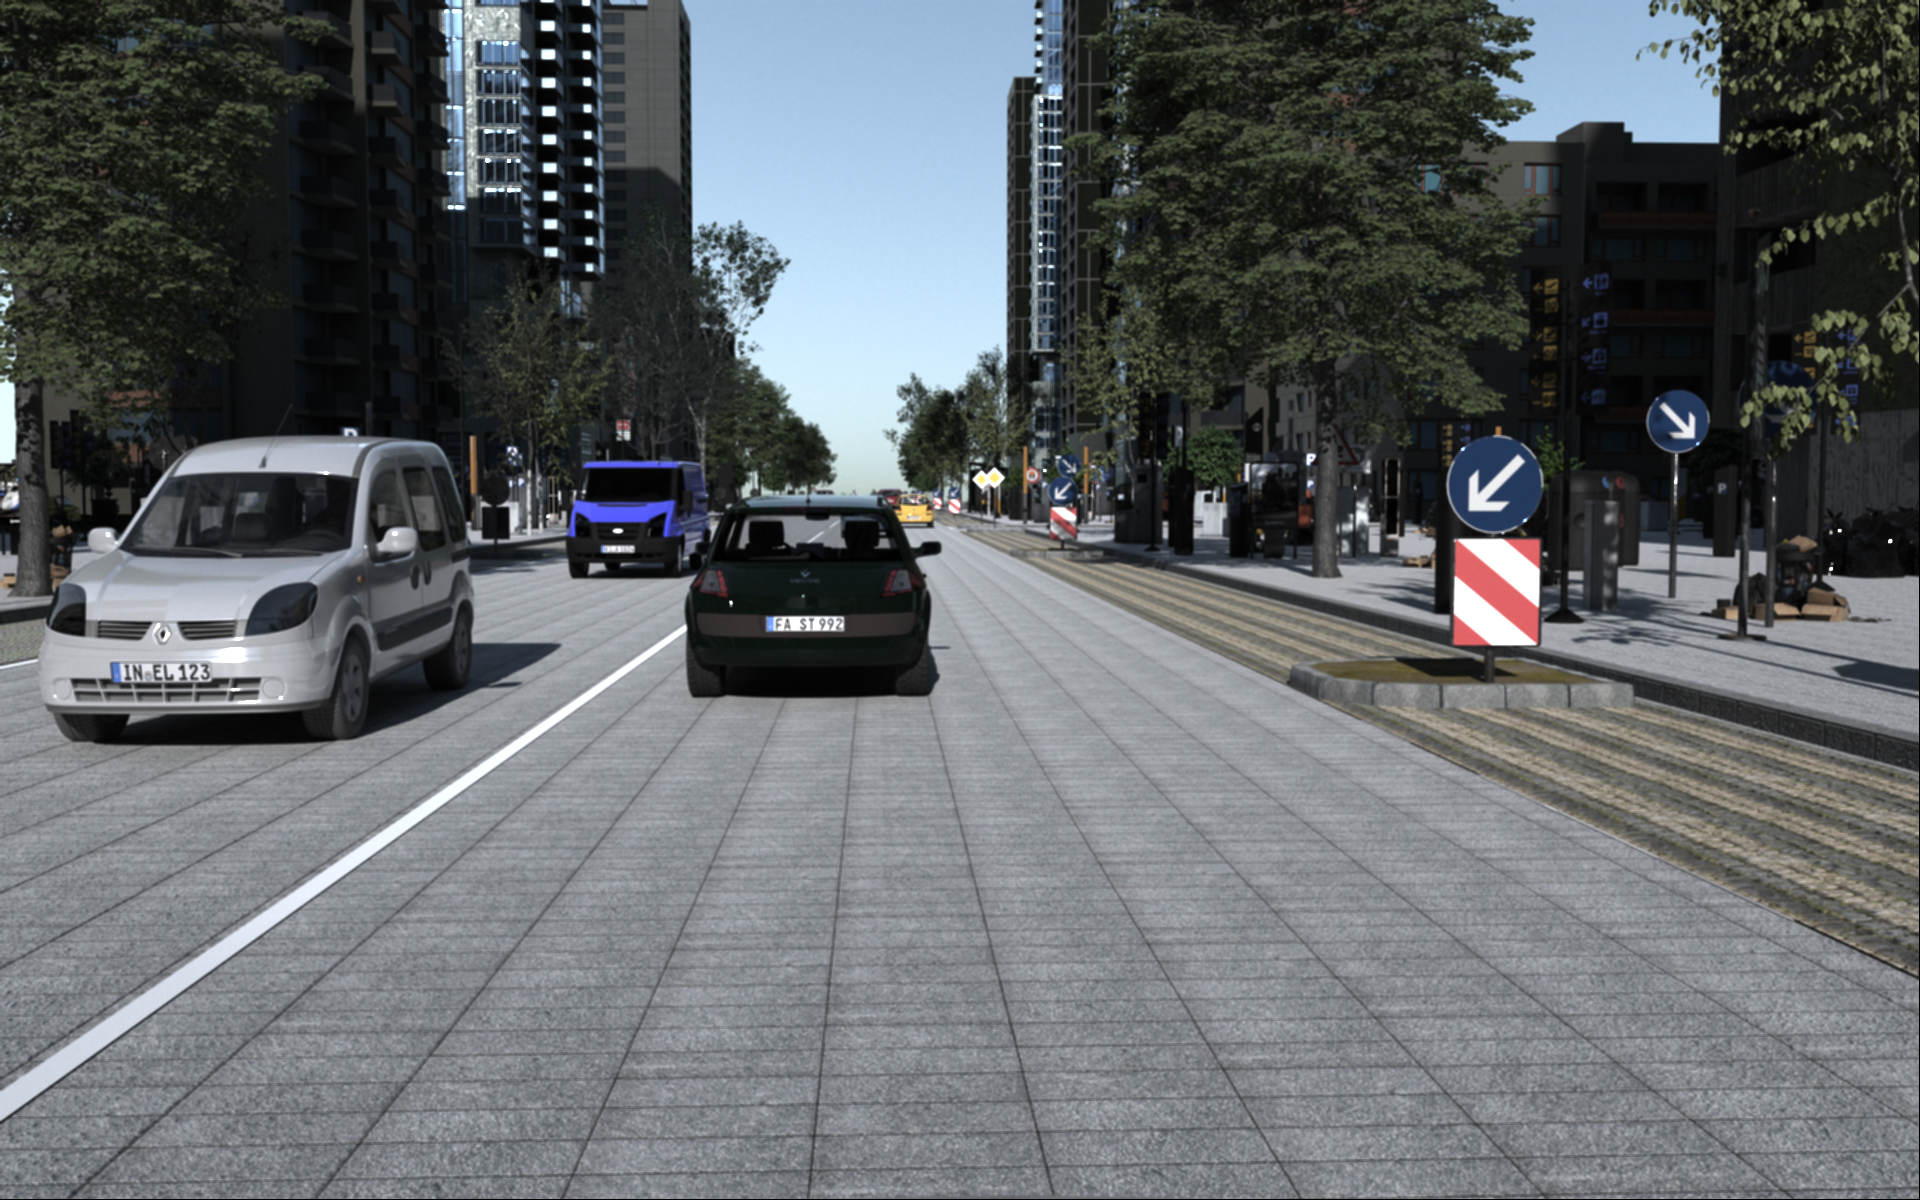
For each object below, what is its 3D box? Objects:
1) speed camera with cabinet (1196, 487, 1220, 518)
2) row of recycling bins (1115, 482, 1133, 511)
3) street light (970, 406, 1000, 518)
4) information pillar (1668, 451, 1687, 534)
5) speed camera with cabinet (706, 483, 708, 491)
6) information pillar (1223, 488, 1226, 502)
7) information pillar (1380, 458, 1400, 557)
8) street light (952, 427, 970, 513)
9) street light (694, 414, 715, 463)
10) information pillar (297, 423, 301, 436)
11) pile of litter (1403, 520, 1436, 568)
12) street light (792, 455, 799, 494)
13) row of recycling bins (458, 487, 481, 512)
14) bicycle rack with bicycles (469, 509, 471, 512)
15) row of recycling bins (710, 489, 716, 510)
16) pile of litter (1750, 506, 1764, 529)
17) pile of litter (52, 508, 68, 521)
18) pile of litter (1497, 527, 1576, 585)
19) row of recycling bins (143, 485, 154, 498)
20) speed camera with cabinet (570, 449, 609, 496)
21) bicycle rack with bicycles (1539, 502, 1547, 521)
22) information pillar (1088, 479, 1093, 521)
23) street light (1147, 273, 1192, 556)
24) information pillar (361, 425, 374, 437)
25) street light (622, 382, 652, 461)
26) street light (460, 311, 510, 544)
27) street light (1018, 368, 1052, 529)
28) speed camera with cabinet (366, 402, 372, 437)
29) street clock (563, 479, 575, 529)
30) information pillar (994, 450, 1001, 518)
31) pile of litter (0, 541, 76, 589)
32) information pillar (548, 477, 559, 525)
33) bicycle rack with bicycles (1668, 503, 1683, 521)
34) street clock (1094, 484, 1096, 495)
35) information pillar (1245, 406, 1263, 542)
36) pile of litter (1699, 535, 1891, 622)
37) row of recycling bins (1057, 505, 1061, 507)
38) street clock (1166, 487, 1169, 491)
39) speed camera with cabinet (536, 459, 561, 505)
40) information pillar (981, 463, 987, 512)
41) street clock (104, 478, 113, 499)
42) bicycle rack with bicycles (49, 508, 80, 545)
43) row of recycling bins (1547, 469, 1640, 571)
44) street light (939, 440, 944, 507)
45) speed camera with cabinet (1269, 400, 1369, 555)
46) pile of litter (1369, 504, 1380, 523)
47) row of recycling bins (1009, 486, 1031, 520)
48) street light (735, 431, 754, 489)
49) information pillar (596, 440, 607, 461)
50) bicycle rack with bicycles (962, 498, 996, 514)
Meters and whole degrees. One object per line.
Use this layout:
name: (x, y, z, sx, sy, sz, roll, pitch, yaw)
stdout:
speed camera with cabinet: (13.906, -6.152, 94.918, 2.038, 3.252, 0.660, -2, 4, -30)
row of recycling bins: (5.971, -3.278, 60.715, 1.069, 1.692, 3.534, 0, 4, 8)
street light: (1.412, -7.273, 91.460, 1.470, 5.913, 1.316, 0, 4, -3)
information pillar: (22.970, -3.916, 55.380, 0.504, 3.616, 0.183, 0, 4, 3)
speed camera with cabinet: (-19.675, -8.309, 130.194, 0.660, 3.252, 2.038, 2, 4, 24)
information pillar: (12.889, -5.690, 84.380, 0.183, 3.616, 0.504, 1, 4, 11)
information pillar: (8.825, -1.900, 35.562, 0.304, 2.012, 0.304, 0, 4, -4)
street light: (0.108, -8.962, 119.067, 1.470, 5.913, 1.316, 0, 4, -3)
street light: (-14.813, -7.806, 100.161, 1.470, 5.913, 1.316, 0, 4, -3)
information pillar: (-21.825, -4.031, 57.268, 0.183, 3.616, 0.504, -2, 4, -26)
pile of litter: (8.335, -0.997, 30.261, 1.176, 0.858, 1.719, 0, 4, 8)
street light: (-19.590, -14.116, 203.338, 1.470, 5.913, 1.316, 0, 4, -3)
row of recycling bins: (-29.551, -5.958, 104.523, 3.534, 1.692, 1.069, -2, 4, -28)
bicycle rack with bicycles: (-37.593, -6.891, 126.043, 2.925, 0.926, 2.852, 2, 4, 26)
row of recycling bins: (-20.232, -8.110, 139.712, 3.534, 1.692, 1.069, -1, 4, -22)
pile of litter: (29.718, -3.109, 64.796, 1.719, 0.858, 1.176, 2, 4, 31)
pile of litter: (-26.878, -2.281, 51.253, 1.176, 0.858, 1.719, 2, 4, 28)
pile of litter: (7.870, -0.660, 24.764, 1.719, 0.858, 1.176, 2, 4, 31)
row of recycling bins: (-36.949, -4.595, 82.238, 3.534, 1.692, 1.069, 0, 4, -5)
speed camera with cabinet: (-16.107, -5.008, 76.216, 2.038, 3.252, 0.660, -2, 4, -28)
bicycle rack with bicycles: (26.149, -4.077, 80.038, 2.925, 0.926, 2.852, -3, 5, -39)
information pillar: (6.066, -4.696, 81.264, 0.304, 2.012, 0.304, 0, 4, 7)
street light: (4.103, -3.868, 35.789, 1.470, 5.913, 1.316, 0, 4, -3)
information pillar: (-20.263, -4.158, 59.345, 0.504, 3.616, 0.183, -3, 5, -42)
street light: (-13.417, -6.069, 71.767, 1.470, 5.913, 1.316, 0, 4, -3)
street light: (-12.118, -4.376, 44.089, 1.470, 5.913, 1.316, 0, 4, -3)
street light: (2.826, -5.590, 63.930, 1.470, 5.913, 1.316, 0, 4, -3)
speed camera with cabinet: (-12.846, -2.583, 36.569, 0.660, 3.252, 2.038, 2, 4, 28)
street clock: (-14.501, -3.654, 64.315, 0.358, 2.002, 0.471, 1, 4, 19)
information pillar: (1.998, -6.210, 92.894, 0.183, 3.616, 0.504, 3, 4, 38)
pile of litter: (-12.596, -0.603, 23.827, 1.719, 0.858, 1.176, 2, 4, 32)
information pillar: (-17.112, -4.185, 72.911, 0.304, 2.012, 0.304, 2, 4, 30)
bicycle rack with bicycles: (32.778, -4.245, 82.783, 2.852, 0.926, 2.925, -1, 4, -8)
street clock: (8.404, -6.301, 107.583, 0.471, 2.002, 0.358, 1, 4, 23)
information pillar: (7.891, -3.369, 46.441, 0.504, 3.616, 0.183, 2, 4, 30)
pile of litter: (8.584, -0.234, 17.791, 1.719, 0.858, 1.176, 3, 5, 43)
row of recycling bins: (6.246, -6.194, 108.392, 3.534, 1.692, 1.069, 0, 4, 7)
street clock: (11.596, -5.560, 95.480, 0.471, 2.002, 0.358, 3, 5, 40)
speed camera with cabinet: (-21.337, -5.874, 90.383, 2.038, 3.252, 0.660, 1, 4, 10)
information pillar: (1.786, -8.238, 126.048, 0.504, 3.616, 0.183, -2, 4, -32)
street clock: (-38.026, -4.454, 77.386, 0.358, 2.002, 0.471, 0, 4, -4)
bicycle rack with bicycles: (-23.693, -1.860, 43.796, 2.852, 0.926, 2.925, -2, 4, -31)
row of recycling bins: (11.054, -1.415, 30.248, 1.069, 1.692, 3.534, 2, 4, 34)
street light: (-1.208, -10.691, 147.335, 1.470, 5.913, 1.316, 0, 4, -3)
speed camera with cabinet: (7.620, -2.595, 36.763, 2.038, 3.252, 0.660, 0, 4, -6)
pile of litter: (18.747, -3.946, 78.479, 1.176, 0.858, 1.719, -1, 4, -19)
row of recycling bins: (2.963, -4.828, 86.056, 1.069, 1.692, 3.534, 0, 4, -4)
street light: (-16.106, -9.528, 128.322, 1.470, 5.913, 1.316, 0, 4, -3)
information pillar: (-15.556, -5.122, 75.098, 0.504, 3.616, 0.183, 1, 4, 9)
bicycle rack with bicycles: (1.939, -6.095, 113.039, 2.925, 0.926, 2.852, 1, 4, 12)
